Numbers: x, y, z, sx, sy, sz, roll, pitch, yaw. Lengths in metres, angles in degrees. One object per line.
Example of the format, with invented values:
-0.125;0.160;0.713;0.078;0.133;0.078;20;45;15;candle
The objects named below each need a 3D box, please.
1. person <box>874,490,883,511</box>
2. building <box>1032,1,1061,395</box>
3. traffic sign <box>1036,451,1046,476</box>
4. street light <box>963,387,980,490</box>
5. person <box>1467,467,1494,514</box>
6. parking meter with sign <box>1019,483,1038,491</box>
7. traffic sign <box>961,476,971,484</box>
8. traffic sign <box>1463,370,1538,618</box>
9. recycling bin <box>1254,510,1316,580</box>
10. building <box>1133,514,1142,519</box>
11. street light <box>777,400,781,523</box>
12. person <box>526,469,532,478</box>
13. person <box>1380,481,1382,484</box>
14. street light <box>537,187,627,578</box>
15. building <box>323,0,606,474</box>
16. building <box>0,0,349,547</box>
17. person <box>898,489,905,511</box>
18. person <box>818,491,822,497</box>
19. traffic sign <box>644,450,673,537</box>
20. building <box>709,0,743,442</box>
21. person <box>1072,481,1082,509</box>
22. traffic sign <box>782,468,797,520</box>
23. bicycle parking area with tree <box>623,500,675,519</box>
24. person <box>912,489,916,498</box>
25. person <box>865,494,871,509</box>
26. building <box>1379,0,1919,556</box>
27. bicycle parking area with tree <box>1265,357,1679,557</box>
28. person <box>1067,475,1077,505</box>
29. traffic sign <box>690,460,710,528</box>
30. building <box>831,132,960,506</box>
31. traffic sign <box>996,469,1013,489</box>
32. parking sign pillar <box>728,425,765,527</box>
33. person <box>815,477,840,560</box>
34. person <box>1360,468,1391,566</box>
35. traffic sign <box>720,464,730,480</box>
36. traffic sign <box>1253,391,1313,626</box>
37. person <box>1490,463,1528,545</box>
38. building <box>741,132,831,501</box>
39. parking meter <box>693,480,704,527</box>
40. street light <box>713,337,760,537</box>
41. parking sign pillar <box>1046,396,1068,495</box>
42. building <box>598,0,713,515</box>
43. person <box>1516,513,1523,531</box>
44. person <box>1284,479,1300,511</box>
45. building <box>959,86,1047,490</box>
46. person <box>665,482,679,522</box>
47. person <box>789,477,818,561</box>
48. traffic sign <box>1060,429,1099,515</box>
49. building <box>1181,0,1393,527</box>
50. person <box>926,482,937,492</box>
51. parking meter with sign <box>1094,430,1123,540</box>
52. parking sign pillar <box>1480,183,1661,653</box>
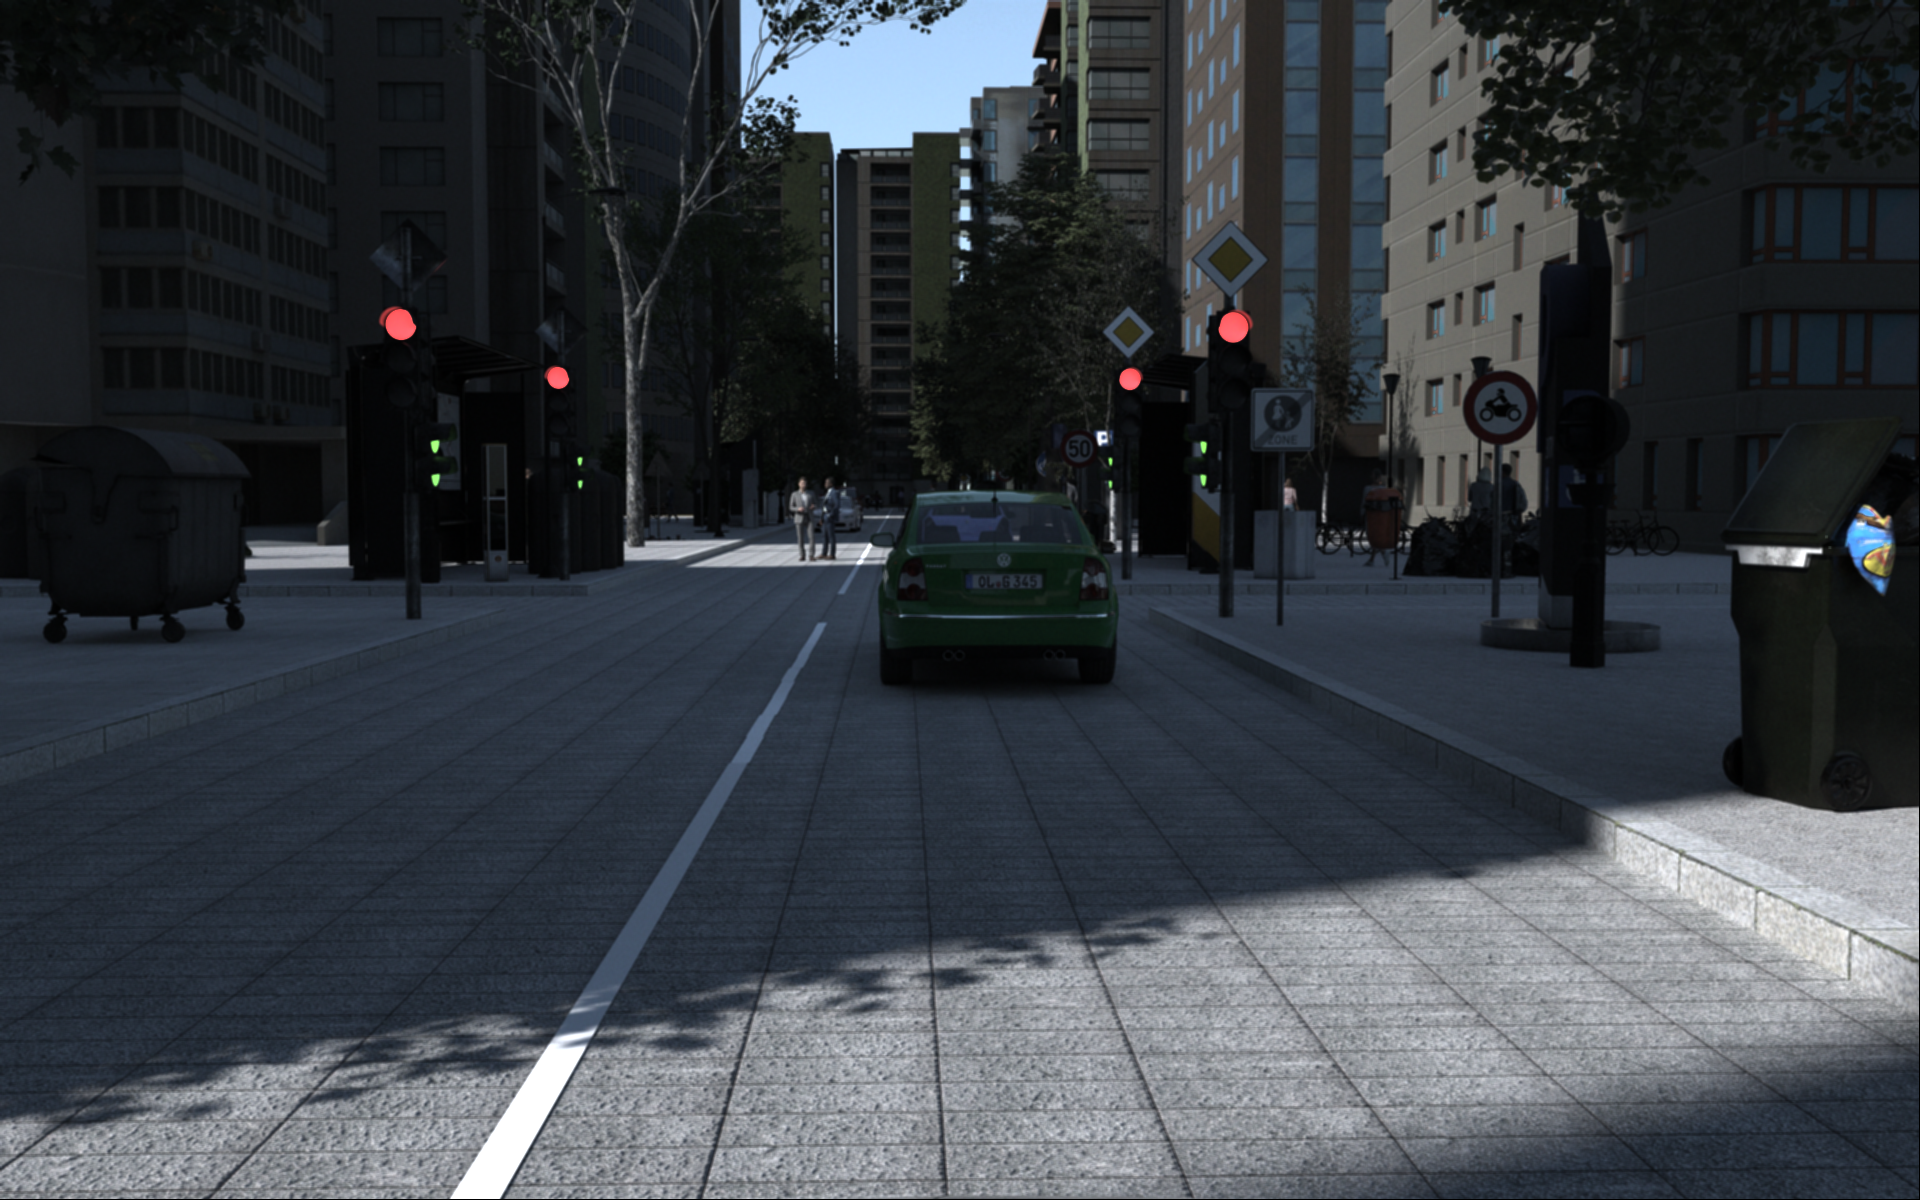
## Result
-7.015;-8.485;147.915;0.721;1.739;1.217;-3;5;-39;person
17.863;-30.599;154.921;22.147;44.769;28.867;0;4;-2;building
2.633;-3.120;51.116;0.768;2.556;0.104;0;4;2;traffic sign
0.773;-6.280;75.211;1.470;5.913;1.316;0;4;-2;street light
9.982;-1.644;33.103;0.537;1.800;0.526;2;4;33;person
3.190;-4.446;68.955;1.738;3.016;0.543;0;4;7;parking meter with sign
0.236;-5.912;96.386;0.795;2.593;0.064;0;4;-1;traffic sign
5.571;-1.091;17.946;0.768;2.556;0.104;0;4;2;traffic sign
4.931;-0.840;26.293;0.722;1.027;0.722;3;4;36;recycling bin
13.228;-25.104;94.041;14.154;41.232;14.086;0;4;-2;building
-7.380;-6.347;76.311;1.470;5.913;1.316;0;4;-2;street light
-8.582;-1.751;34.943;0.573;1.790;0.520;1;4;11;person
13.328;-3.001;55.100;0.794;1.824;0.713;1;4;13;person
-5.741;-3.289;26.323;1.470;5.913;1.316;0;4;-2;street light
-23.750;-23.945;75.098;14.154;41.232;14.086;0;4;-2;building
-31.995;-21.771;47.845;32.217;40.220;23.993;0;4;-2;building
-4.803;-8.307;144.184;0.709;1.838;0.599;2;4;30;person
-14.617;-10.550;181.654;0.551;1.740;0.621;-2;4;-27;person
-8.920;-3.132;51.204;0.884;2.594;0.081;0;4;8;traffic sign
-24.655;-29.697;135.661;14.600;45.320;14.200;0;4;-2;building
4.664;-3.963;70.815;0.713;1.824;0.794;-2;4;-31;person
-8.333;-5.159;84.456;0.768;2.556;0.104;0;4;7;traffic sign
-19.154;-6.470;92.793;9.016;4.147;8.231;1;4;15;bicycle parking area with tree
-3.459;-7.770;135.410;0.599;1.838;0.709;2;4;34;person
-8.749;-9.408;165.510;0.628;1.438;0.799;0;4;-7;person
30.012;-12.450;48.603;28.899;21.520;27.650;0;4;-2;building
10.753;-3.172;38.872;9.016;4.147;8.231;0;4;7;bicycle parking area with tree
3.129;-2.732;50.559;0.661;1.843;0.795;-1;4;-12;person
-9.725;-3.992;65.270;0.884;2.594;0.081;0;4;2;traffic sign
-7.115;-31.511;198.804;14.086;41.232;14.154;0;4;-2;building
1.840;-4.308;70.546;0.768;2.556;0.104;0;4;0;traffic sign
-8.379;-4.860;67.934;1.447;3.967;1.447;-1;4;-11;parking sign pillar
-2.855;-1.786;37.885;0.419;1.800;0.721;-2;4;-33;person
7.371;-1.453;30.548;0.466;1.731;0.760;-2;4;-29;person
-9.704;-4.427;72.491;0.768;2.556;0.104;0;4;6;traffic sign
3.122;-0.899;16.835;0.606;2.300;0.079;0;4;2;traffic sign
9.643;-1.512;30.753;0.794;1.824;0.713;0;4;5;person
-21.447;-31.501;198.628;14.086;41.232;14.154;0;4;-2;building
-10.318;-3.835;68.419;0.399;1.863;0.255;-1;4;-23;parking meter
-6.622;-4.821;51.372;1.470;5.913;1.316;0;4;-2;street light
2.693;-3.658;48.286;1.447;3.967;1.447;1;4;12;parking sign pillar
-28.497;-34.982;113.949;21.231;58.520;28.212;0;4;-2;building
10.878;-1.429;34.071;0.362;1.253;0.373;1;4;19;person
10.148;-2.847;53.189;0.593;1.750;0.643;1;4;15;person
14.993;-35.726;203.734;30.456;49.044;23.786;0;4;-2;building
-13.063;-4.433;78.549;0.654;1.822;0.581;-1;4;-14;person
-3.324;-1.735;37.060;0.606;1.804;0.583;-1;4;-16;person
2.343;-2.074;34.023;0.768;2.556;0.104;0;4;7;traffic sign
17.333;-25.800;71.941;14.600;45.320;14.200;0;4;-2;building
-0.929;-2.705;52.907;0.592;1.802;0.473;-1;4;-23;person
4.250;-3.174;48.163;0.543;3.016;1.738;1;4;22;parking meter with sign
5.154;-1.594;14.539;1.447;3.967;1.447;1;4;14;parking sign pillar
